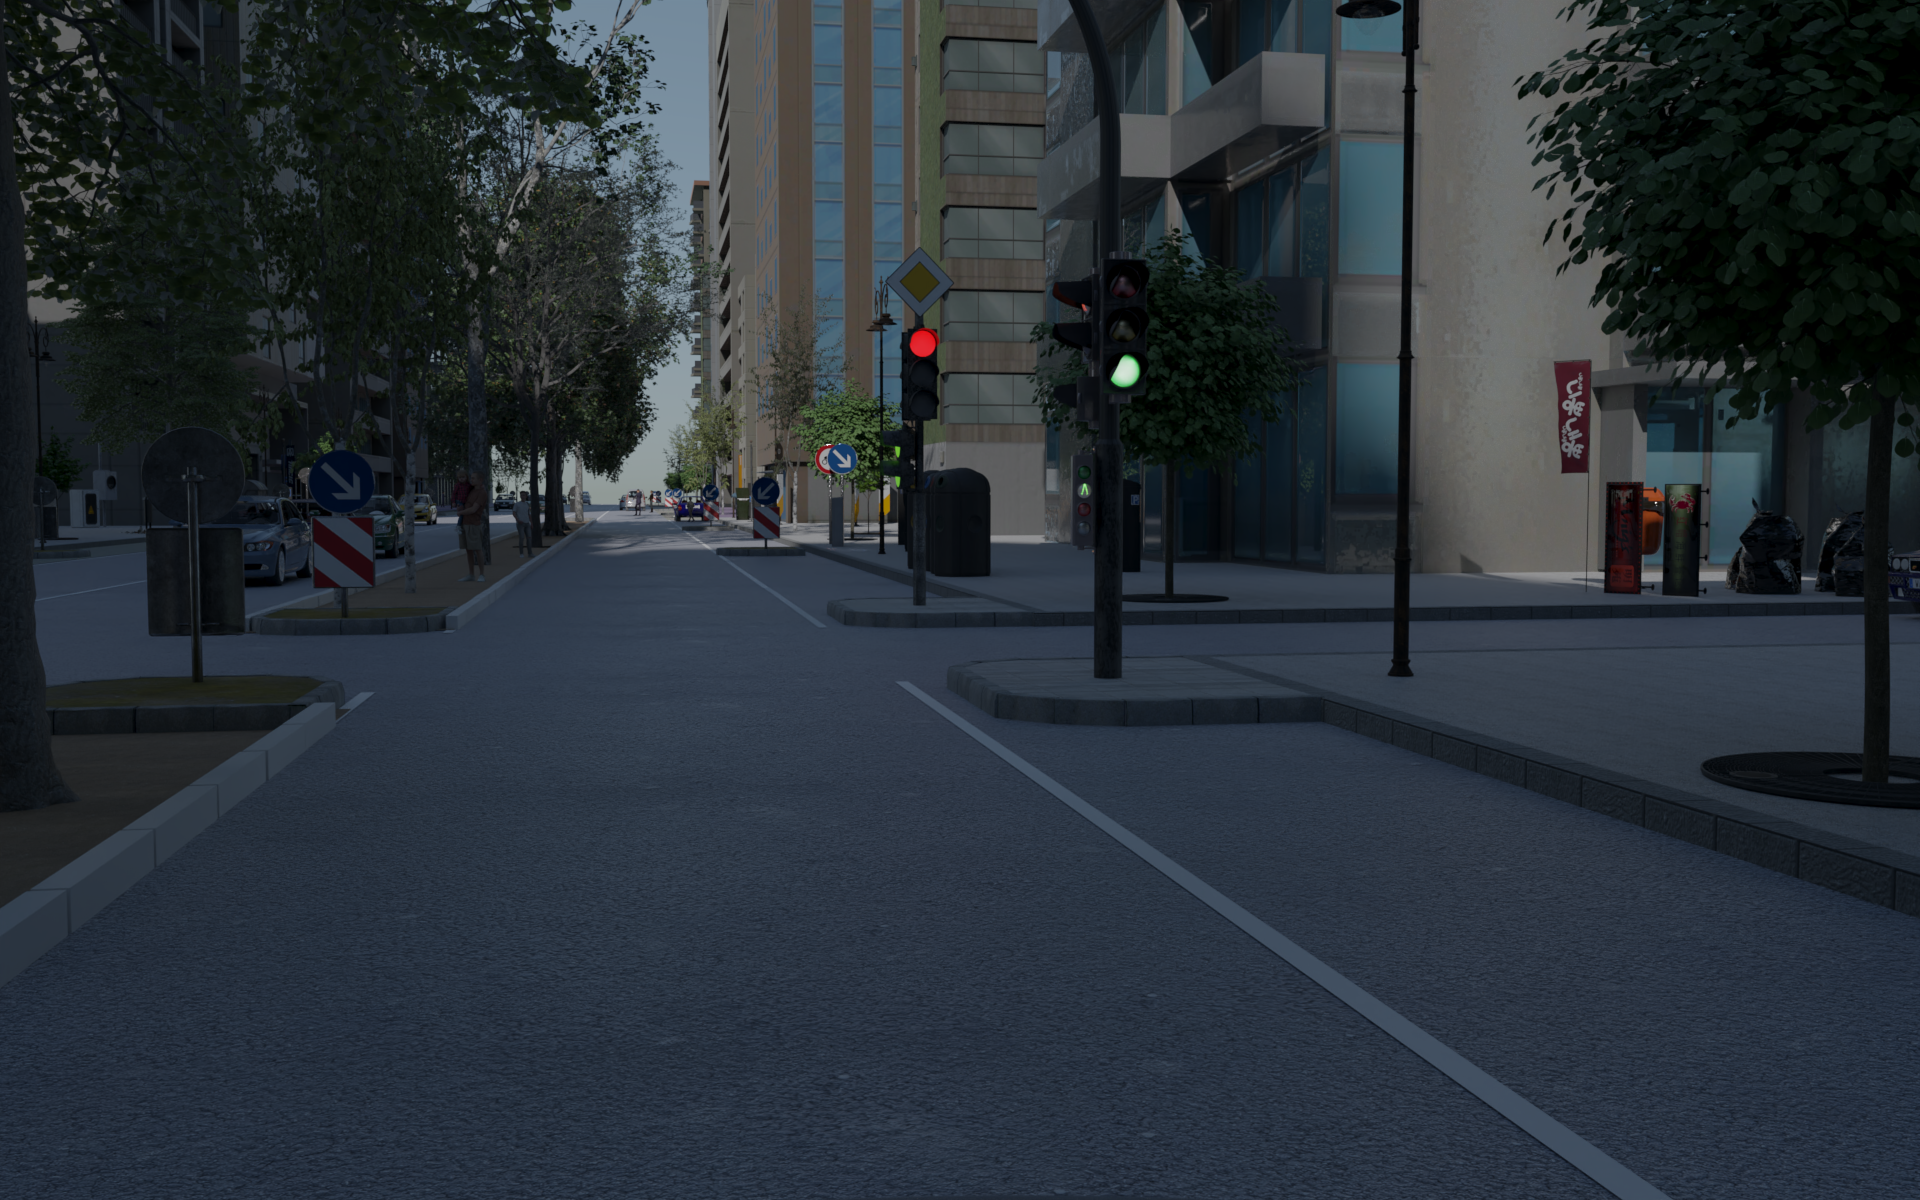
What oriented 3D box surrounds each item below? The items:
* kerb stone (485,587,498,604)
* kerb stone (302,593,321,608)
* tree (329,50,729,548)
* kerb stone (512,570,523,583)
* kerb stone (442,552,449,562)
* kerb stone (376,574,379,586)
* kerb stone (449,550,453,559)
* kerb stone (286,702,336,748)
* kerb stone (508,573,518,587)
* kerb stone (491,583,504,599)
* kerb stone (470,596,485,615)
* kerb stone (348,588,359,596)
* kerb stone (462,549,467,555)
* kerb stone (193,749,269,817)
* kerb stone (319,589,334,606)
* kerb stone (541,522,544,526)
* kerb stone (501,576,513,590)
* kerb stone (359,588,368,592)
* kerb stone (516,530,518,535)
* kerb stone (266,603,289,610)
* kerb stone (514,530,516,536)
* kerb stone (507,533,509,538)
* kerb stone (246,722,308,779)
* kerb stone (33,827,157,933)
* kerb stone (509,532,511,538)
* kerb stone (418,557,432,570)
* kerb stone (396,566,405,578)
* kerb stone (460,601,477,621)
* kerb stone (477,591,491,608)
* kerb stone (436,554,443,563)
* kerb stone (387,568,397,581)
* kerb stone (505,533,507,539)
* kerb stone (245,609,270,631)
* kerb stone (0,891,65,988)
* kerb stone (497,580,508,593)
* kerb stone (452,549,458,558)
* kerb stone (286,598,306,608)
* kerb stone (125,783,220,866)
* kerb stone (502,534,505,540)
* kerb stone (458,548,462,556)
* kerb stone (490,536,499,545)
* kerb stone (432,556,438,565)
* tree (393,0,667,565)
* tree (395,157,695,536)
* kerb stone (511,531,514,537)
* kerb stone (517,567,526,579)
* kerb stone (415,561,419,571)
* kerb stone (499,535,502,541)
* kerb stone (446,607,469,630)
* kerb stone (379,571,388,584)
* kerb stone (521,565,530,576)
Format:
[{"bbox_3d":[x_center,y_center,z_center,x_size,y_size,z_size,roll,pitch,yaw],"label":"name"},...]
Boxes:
[{"bbox_3d":[-6.204,-0.034,22.747,0.120,0.150,1.000,-1,4,-11],"label":"kerb stone"},{"bbox_3d":[-8.093,0.047,21.429,0.120,0.150,1.000,-1,4,-11],"label":"kerb stone"},{"bbox_3d":[-11.351,-8.135,45.842,12.009,13.543,11.850,0,3,0],"label":"tree"},{"bbox_3d":[-7.150,-0.342,27.782,0.120,0.150,1.000,-1,4,-11],"label":"kerb stone"},{"bbox_3d":[-10.952,-0.876,36.523,0.120,0.150,1.000,-1,4,-11],"label":"kerb stone"},{"bbox_3d":[-9.045,-0.261,26.460,0.120,0.150,1.000,-1,4,-11],"label":"kerb stone"},{"bbox_3d":[-11.150,-0.935,37.530,0.120,0.150,1.000,-1,4,-11],"label":"kerb stone"},{"bbox_3d":[-3.812,0.736,10.164,0.120,0.150,1.000,-1,4,-11],"label":"kerb stone"},{"bbox_3d":[-6.968,-0.280,26.770,0.120,0.150,1.000,-1,4,-11],"label":"kerb stone"},{"bbox_3d":[-6.387,-0.095,23.752,0.120,0.150,1.000,-1,4,-11],"label":"kerb stone"},{"bbox_3d":[-5.822,0.093,20.730,0.120,0.150,1.000,-1,4,-11],"label":"kerb stone"},{"bbox_3d":[-8.666,-0.137,24.441,0.120,0.150,1.000,-1,4,-11],"label":"kerb stone"},{"bbox_3d":[-11.721,-1.121,40.555,0.120,0.150,1.000,-1,4,-11],"label":"kerb stone"},{"bbox_3d":[-3.431,0.860,8.142,0.120,0.150,1.000,-1,4,-11],"label":"kerb stone"},{"bbox_3d":[-8.275,-0.010,22.435,0.120,0.150,1.000,-1,4,-11],"label":"kerb stone"},{"bbox_3d":[-19.361,-3.584,80.801,0.120,0.150,1.000,-1,4,-11],"label":"kerb stone"},{"bbox_3d":[-6.777,-0.218,25.759,0.120,0.150,1.000,-1,4,-11],"label":"kerb stone"},{"bbox_3d":[-8.845,-0.199,25.452,0.120,0.150,1.000,-1,4,-11],"label":"kerb stone"},{"bbox_3d":[-15.163,-2.227,58.658,0.120,0.150,1.000,-1,4,-11],"label":"kerb stone"},{"bbox_3d":[-7.714,0.170,19.418,0.120,0.150,1.000,-1,4,-11],"label":"kerb stone"},{"bbox_3d":[-14.963,-2.169,57.655,0.120,0.150,1.000,-1,4,-11],"label":"kerb stone"},{"bbox_3d":[-14.392,-1.984,54.627,0.120,0.150,1.000,-1,4,-11],"label":"kerb stone"},{"bbox_3d":[-3.619,0.798,9.160,0.120,0.150,1.000,-1,4,-11],"label":"kerb stone"},{"bbox_3d":[-3.050,0.983,6.124,0.120,0.150,1.000,-1,4,-11],"label":"kerb stone"},{"bbox_3d":[-14.590,-2.041,55.641,0.120,0.150,1.000,-1,4,-11],"label":"kerb stone"},{"bbox_3d":[-10.382,-0.691,33.500,0.120,0.150,1.000,-1,4,-11],"label":"kerb stone"},{"bbox_3d":[-9.625,-0.444,29.481,0.120,0.150,1.000,-1,4,-11],"label":"kerb stone"},{"bbox_3d":[-5.632,0.151,19.726,0.120,0.150,1.000,-1,4,-11],"label":"kerb stone"},{"bbox_3d":[-6.016,0.028,21.733,0.120,0.150,1.000,-1,4,-11],"label":"kerb stone"},{"bbox_3d":[-10.766,-0.814,35.518,0.120,0.150,1.000,-1,4,-11],"label":"kerb stone"},{"bbox_3d":[-9.423,-0.384,28.469,0.120,0.150,1.000,-1,4,-11],"label":"kerb stone"},{"bbox_3d":[-14.200,-1.916,53.623,0.120,0.150,1.000,-1,4,-11],"label":"kerb stone"},{"bbox_3d":[-7.515,0.233,18.416,0.120,0.150,1.000,-1,4,-11],"label":"kerb stone"},{"bbox_3d":[-2.862,1.045,5.116,0.120,0.150,1.000,-1,4,-11],"label":"kerb stone"},{"bbox_3d":[-6.589,-0.156,24.754,0.120,0.150,1.000,-1,4,-11],"label":"kerb stone"},{"bbox_3d":[-11.339,-0.997,38.542,0.120,0.150,1.000,-1,4,-11],"label":"kerb stone"},{"bbox_3d":[-7.901,0.110,20.423,0.120,0.150,1.000,-1,4,-11],"label":"kerb stone"},{"bbox_3d":[-3.239,0.921,7.129,0.120,0.150,1.000,-1,4,-11],"label":"kerb stone"},{"bbox_3d":[-14.012,-1.861,52.618,0.120,0.150,1.000,-1,4,-11],"label":"kerb stone"},{"bbox_3d":[-11.537,-1.061,39.544,0.120,0.150,1.000,-1,4,-11],"label":"kerb stone"},{"bbox_3d":[-13.632,-1.738,50.610,0.120,0.150,1.000,-1,4,-11],"label":"kerb stone"},{"bbox_3d":[-10.577,-0.752,34.504,0.120,0.150,1.000,-1,4,-11],"label":"kerb stone"},{"bbox_3d":[-8.298,-10.719,33.609,12.611,20.169,13.585,0,3,0],"label":"tree"},{"bbox_3d":[-13.813,-8.489,58.264,9.611,12.733,9.660,0,3,0],"label":"tree"},{"bbox_3d":[-14.777,-2.107,56.650,0.120,0.150,1.000,-1,4,-11],"label":"kerb stone"},{"bbox_3d":[-7.351,-0.403,28.785,0.120,0.150,1.000,-1,4,-11],"label":"kerb stone"},{"bbox_3d":[-9.998,-0.569,31.491,0.120,0.150,1.000,-1,4,-11],"label":"kerb stone"},{"bbox_3d":[-13.821,-1.799,51.614,0.120,0.150,1.000,-1,4,-11],"label":"kerb stone"},{"bbox_3d":[-5.443,0.212,18.722,0.120,0.150,1.000,-1,4,-11],"label":"kerb stone"},{"bbox_3d":[-9.240,-0.321,27.464,0.120,0.150,1.000,-1,4,-11],"label":"kerb stone"},{"bbox_3d":[-7.542,-0.459,29.799,0.120,0.150,1.000,-1,4,-11],"label":"kerb stone"}]
